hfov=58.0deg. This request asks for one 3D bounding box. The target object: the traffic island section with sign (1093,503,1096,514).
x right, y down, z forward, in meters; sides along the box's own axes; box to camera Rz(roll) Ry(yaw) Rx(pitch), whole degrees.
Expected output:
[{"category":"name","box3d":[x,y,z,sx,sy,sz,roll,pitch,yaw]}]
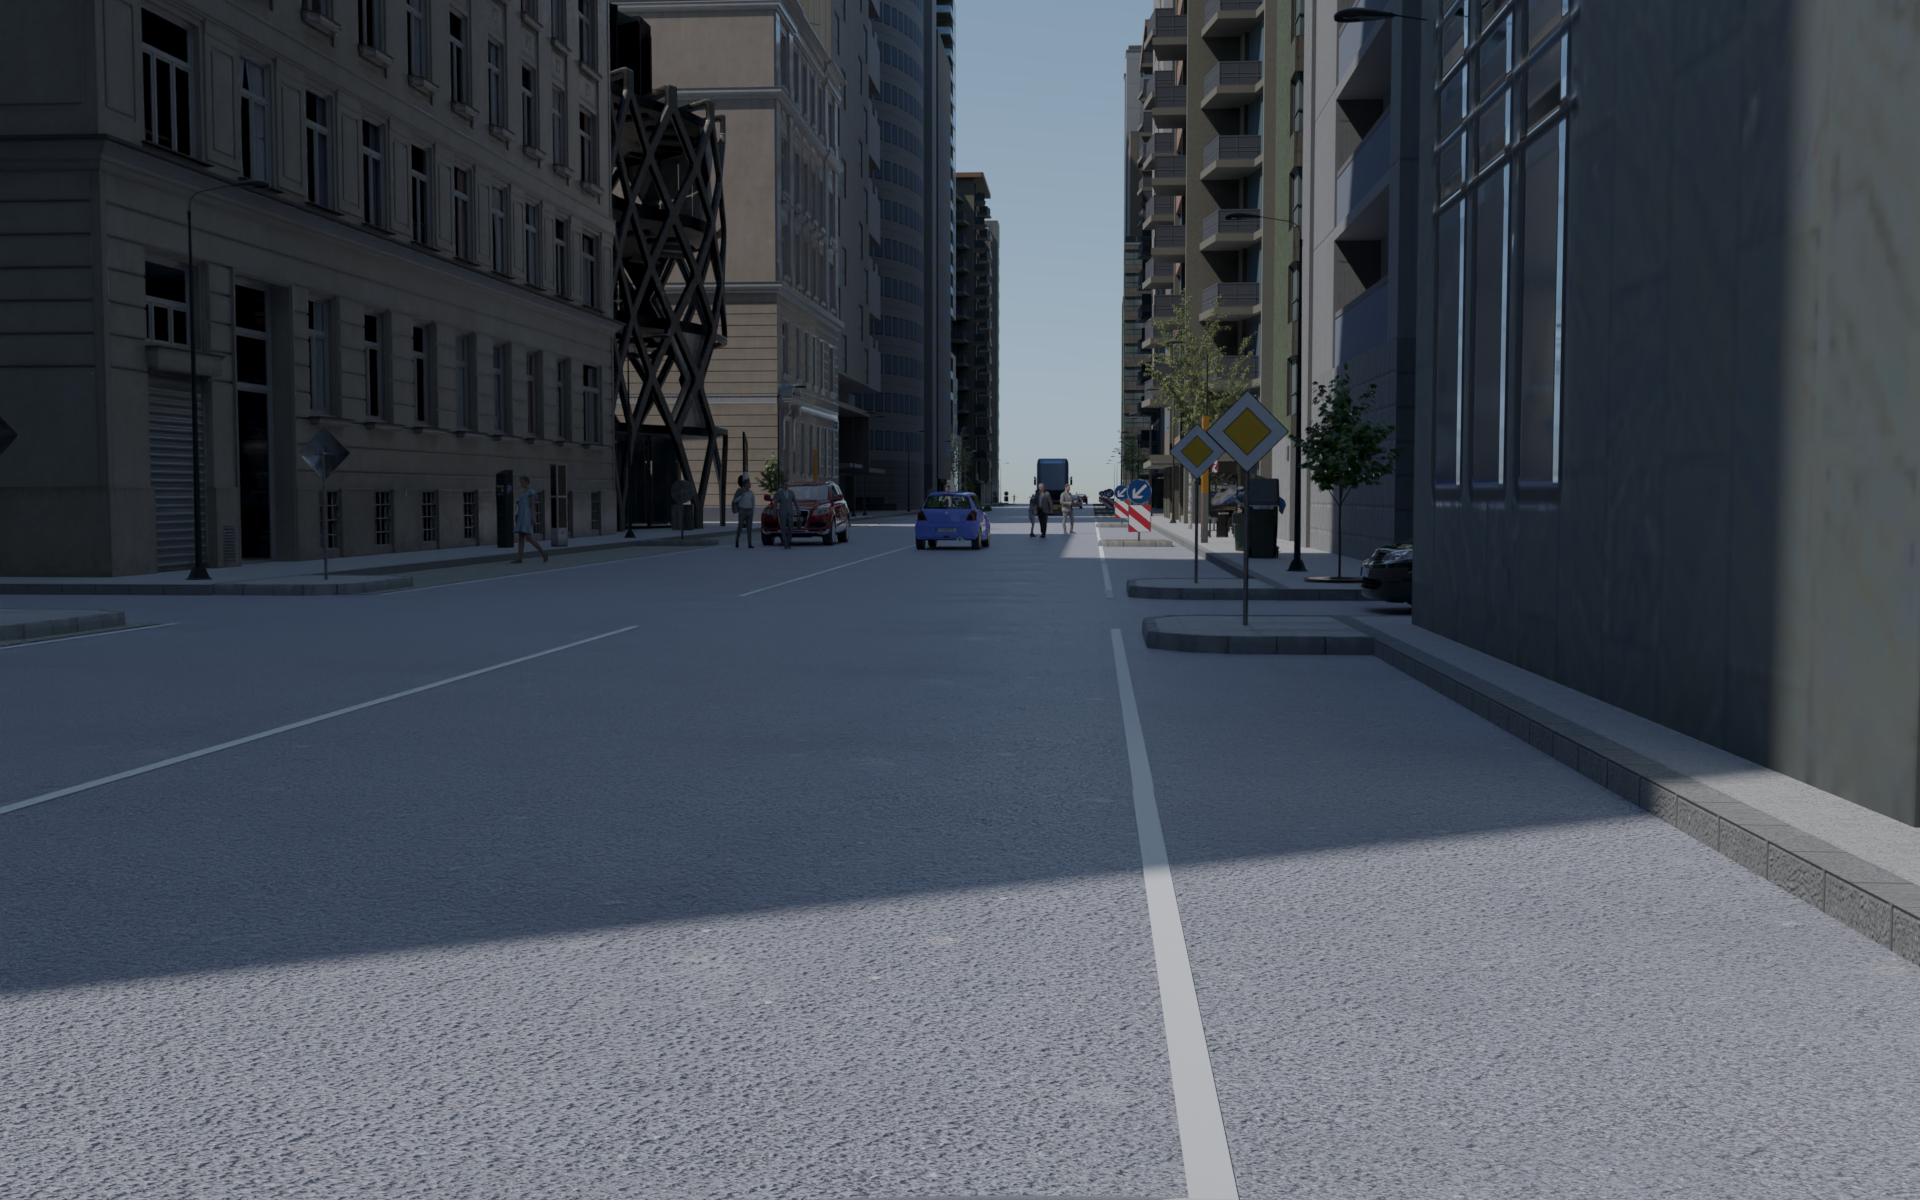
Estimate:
[{"category":"traffic island section with sign","box3d":[6.857,-4.037,74.634,1.989,1.847,2.006,0,4,4]}]

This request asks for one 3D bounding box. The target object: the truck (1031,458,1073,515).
[{"category":"truck","box3d":[6.575,-8.240,124.475,2.967,4.110,18.799,0,4,4]}]

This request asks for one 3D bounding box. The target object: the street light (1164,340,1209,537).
[{"category":"street light","box3d":[6.902,-4.877,52.275,1.470,5.913,1.316,0,4,4]}]

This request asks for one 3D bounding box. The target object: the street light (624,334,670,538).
[{"category":"street light","box3d":[-9.113,-4.765,50.452,1.470,5.913,1.316,0,4,4]}]

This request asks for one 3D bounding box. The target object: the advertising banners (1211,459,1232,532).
[{"category":"advertising banners","box3d":[9.052,-3.832,58.838,0.090,3.025,2.074,-1,4,-23]}]

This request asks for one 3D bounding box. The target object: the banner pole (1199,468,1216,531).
[{"category":"banner pole","box3d":[8.610,-4.289,60.143,0.863,3.779,0.401,0,4,-5]}]

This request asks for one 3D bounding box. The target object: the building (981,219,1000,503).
[{"category":"building","box3d":[-1.626,-34.769,252.059,14.154,41.232,14.086,0,4,4]}]

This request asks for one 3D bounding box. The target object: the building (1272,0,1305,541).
[{"category":"building","box3d":[16.472,-17.171,52.450,14.160,30.474,14.107,0,4,4]}]

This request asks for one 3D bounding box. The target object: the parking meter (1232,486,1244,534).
[{"category":"parking meter","box3d":[8.870,-2.868,55.298,0.372,1.533,0.369,0,3,0]}]

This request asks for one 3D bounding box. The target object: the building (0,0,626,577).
[{"category":"building","box3d":[-19.204,-12.683,40.646,16.112,22.955,30.059,0,4,4]}]

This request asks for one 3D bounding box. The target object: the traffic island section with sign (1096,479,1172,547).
[{"category":"traffic island section with sign","box3d":[4.817,-2.393,47.746,1.989,1.847,2.006,0,4,4]}]

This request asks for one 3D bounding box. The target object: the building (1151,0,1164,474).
[{"category":"building","box3d":[28.447,-33.125,130.840,28.713,52.752,27.495,0,4,4]}]

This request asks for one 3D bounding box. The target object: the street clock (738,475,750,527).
[{"category":"street clock","box3d":[-8.204,-3.740,65.726,0.471,2.002,0.358,3,5,43]}]

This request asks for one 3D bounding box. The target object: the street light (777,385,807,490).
[{"category":"street light","box3d":[-7.235,-6.209,74.051,1.470,5.913,1.316,0,4,4]}]

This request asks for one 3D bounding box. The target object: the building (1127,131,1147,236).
[{"category":"building","box3d":[27.160,-34.151,208.483,14.600,45.320,14.200,0,4,4]}]

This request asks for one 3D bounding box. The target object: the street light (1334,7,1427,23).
[{"category":"street light","box3d":[4.270,-2.699,16.675,1.470,5.913,1.316,0,4,4]}]

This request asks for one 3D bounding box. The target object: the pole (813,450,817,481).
[{"category":"pole","box3d":[-6.729,-5.306,80.603,0.158,3.312,0.155,0,3,0]}]

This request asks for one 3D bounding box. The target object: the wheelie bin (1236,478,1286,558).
[{"category":"wheelie bin","box3d":[6.036,-1.643,34.764,0.980,1.594,0.693,0,4,7]}]

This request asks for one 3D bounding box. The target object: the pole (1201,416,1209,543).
[{"category":"pole","box3d":[6.403,-3.146,45.278,0.158,3.312,0.155,0,3,0]}]

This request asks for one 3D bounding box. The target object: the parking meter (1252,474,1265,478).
[{"category":"parking meter","box3d":[8.750,-2.754,50.732,0.399,1.863,0.255,0,4,-6]}]

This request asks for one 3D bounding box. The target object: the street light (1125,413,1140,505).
[{"category":"street light","box3d":[10.418,-7.765,99.492,1.470,5.913,1.316,0,4,4]}]

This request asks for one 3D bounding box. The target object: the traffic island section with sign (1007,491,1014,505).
[{"category":"traffic island section with sign","box3d":[6.350,-13.836,234.840,1.989,1.847,2.006,0,4,4]}]

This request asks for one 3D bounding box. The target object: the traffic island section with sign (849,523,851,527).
[{"category":"traffic island section with sign","box3d":[-5.764,-4.064,75.068,1.989,1.847,2.006,0,4,4]}]

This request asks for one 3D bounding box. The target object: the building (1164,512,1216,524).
[{"category":"building","box3d":[19.925,-26.095,81.270,22.147,44.769,28.867,0,4,4]}]

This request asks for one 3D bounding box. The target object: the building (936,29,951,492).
[{"category":"building","box3d":[-8.335,-31.525,165.542,14.600,45.320,14.200,0,4,4]}]

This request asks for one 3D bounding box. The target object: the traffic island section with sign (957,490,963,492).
[{"category":"traffic island section with sign","box3d":[0.048,-8.762,151.878,1.989,1.847,2.006,0,4,4]}]

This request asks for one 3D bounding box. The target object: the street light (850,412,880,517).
[{"category":"street light","box3d":[-5.478,-7.654,97.681,1.470,5.913,1.316,0,4,4]}]

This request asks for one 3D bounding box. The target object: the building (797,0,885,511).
[{"category":"building","box3d":[-19.947,-32.191,115.560,28.713,52.752,27.495,0,4,4]}]

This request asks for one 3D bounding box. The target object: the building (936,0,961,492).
[{"category":"building","box3d":[-10.604,-54.221,199.182,22.319,86.520,31.000,0,4,4]}]

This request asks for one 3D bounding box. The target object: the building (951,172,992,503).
[{"category":"building","box3d":[-7.297,-35.219,230.457,22.147,44.769,28.867,0,4,4]}]

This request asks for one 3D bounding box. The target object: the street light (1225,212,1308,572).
[{"category":"street light","box3d":[5.067,-3.433,28.672,1.470,5.913,1.316,0,4,4]}]

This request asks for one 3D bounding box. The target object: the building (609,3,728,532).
[{"category":"building","box3d":[-17.519,-12.083,65.007,16.820,18.784,16.811,0,4,4]}]

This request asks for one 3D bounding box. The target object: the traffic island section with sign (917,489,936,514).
[{"category":"traffic island section with sign","box3d":[-2.029,-7.080,124.382,1.989,1.847,2.006,0,4,4]}]

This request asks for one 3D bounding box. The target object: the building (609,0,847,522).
[{"category":"building","box3d":[-13.776,-18.537,88.989,13.634,28.700,20.117,0,4,4]}]

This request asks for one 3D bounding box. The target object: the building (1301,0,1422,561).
[{"category":"building","box3d":[21.788,-29.941,31.539,28.212,58.520,21.231,0,4,4]}]

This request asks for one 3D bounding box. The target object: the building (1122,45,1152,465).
[{"category":"building","box3d":[32.141,-42.014,228.931,21.231,58.520,28.212,0,4,4]}]

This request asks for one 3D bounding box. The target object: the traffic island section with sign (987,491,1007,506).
[{"category":"traffic island section with sign","box3d":[4.299,-12.185,207.844,1.989,1.847,2.006,0,4,4]}]

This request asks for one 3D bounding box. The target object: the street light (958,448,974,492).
[{"category":"street light","box3d":[0.409,-12.320,173.978,1.470,5.913,1.316,0,4,4]}]

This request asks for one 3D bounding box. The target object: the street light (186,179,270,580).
[{"category":"street light","box3d":[-10.885,-3.256,25.772,1.470,5.913,1.316,0,4,4]}]

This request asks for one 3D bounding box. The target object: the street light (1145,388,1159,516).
[{"category":"street light","box3d":[8.813,-6.320,75.872,1.470,5.913,1.316,0,4,4]}]

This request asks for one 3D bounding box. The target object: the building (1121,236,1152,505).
[{"category":"building","box3d":[25.321,-25.858,194.473,14.160,30.474,14.107,0,4,4]}]

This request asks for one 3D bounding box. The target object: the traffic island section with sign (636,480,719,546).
[{"category":"traffic island section with sign","box3d":[-7.798,-2.420,48.189,1.989,1.847,2.006,0,4,4]}]

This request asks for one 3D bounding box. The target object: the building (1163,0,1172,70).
[{"category":"building","box3d":[20.183,-28.178,110.823,14.600,45.320,14.200,0,4,4]}]

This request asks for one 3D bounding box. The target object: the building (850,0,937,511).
[{"category":"building","box3d":[-13.662,-36.810,143.842,21.231,58.520,28.212,0,4,4]}]

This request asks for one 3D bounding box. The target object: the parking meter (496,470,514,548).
[{"category":"parking meter","box3d":[-10.885,-2.184,41.414,0.255,1.863,0.399,1,4,20]}]
